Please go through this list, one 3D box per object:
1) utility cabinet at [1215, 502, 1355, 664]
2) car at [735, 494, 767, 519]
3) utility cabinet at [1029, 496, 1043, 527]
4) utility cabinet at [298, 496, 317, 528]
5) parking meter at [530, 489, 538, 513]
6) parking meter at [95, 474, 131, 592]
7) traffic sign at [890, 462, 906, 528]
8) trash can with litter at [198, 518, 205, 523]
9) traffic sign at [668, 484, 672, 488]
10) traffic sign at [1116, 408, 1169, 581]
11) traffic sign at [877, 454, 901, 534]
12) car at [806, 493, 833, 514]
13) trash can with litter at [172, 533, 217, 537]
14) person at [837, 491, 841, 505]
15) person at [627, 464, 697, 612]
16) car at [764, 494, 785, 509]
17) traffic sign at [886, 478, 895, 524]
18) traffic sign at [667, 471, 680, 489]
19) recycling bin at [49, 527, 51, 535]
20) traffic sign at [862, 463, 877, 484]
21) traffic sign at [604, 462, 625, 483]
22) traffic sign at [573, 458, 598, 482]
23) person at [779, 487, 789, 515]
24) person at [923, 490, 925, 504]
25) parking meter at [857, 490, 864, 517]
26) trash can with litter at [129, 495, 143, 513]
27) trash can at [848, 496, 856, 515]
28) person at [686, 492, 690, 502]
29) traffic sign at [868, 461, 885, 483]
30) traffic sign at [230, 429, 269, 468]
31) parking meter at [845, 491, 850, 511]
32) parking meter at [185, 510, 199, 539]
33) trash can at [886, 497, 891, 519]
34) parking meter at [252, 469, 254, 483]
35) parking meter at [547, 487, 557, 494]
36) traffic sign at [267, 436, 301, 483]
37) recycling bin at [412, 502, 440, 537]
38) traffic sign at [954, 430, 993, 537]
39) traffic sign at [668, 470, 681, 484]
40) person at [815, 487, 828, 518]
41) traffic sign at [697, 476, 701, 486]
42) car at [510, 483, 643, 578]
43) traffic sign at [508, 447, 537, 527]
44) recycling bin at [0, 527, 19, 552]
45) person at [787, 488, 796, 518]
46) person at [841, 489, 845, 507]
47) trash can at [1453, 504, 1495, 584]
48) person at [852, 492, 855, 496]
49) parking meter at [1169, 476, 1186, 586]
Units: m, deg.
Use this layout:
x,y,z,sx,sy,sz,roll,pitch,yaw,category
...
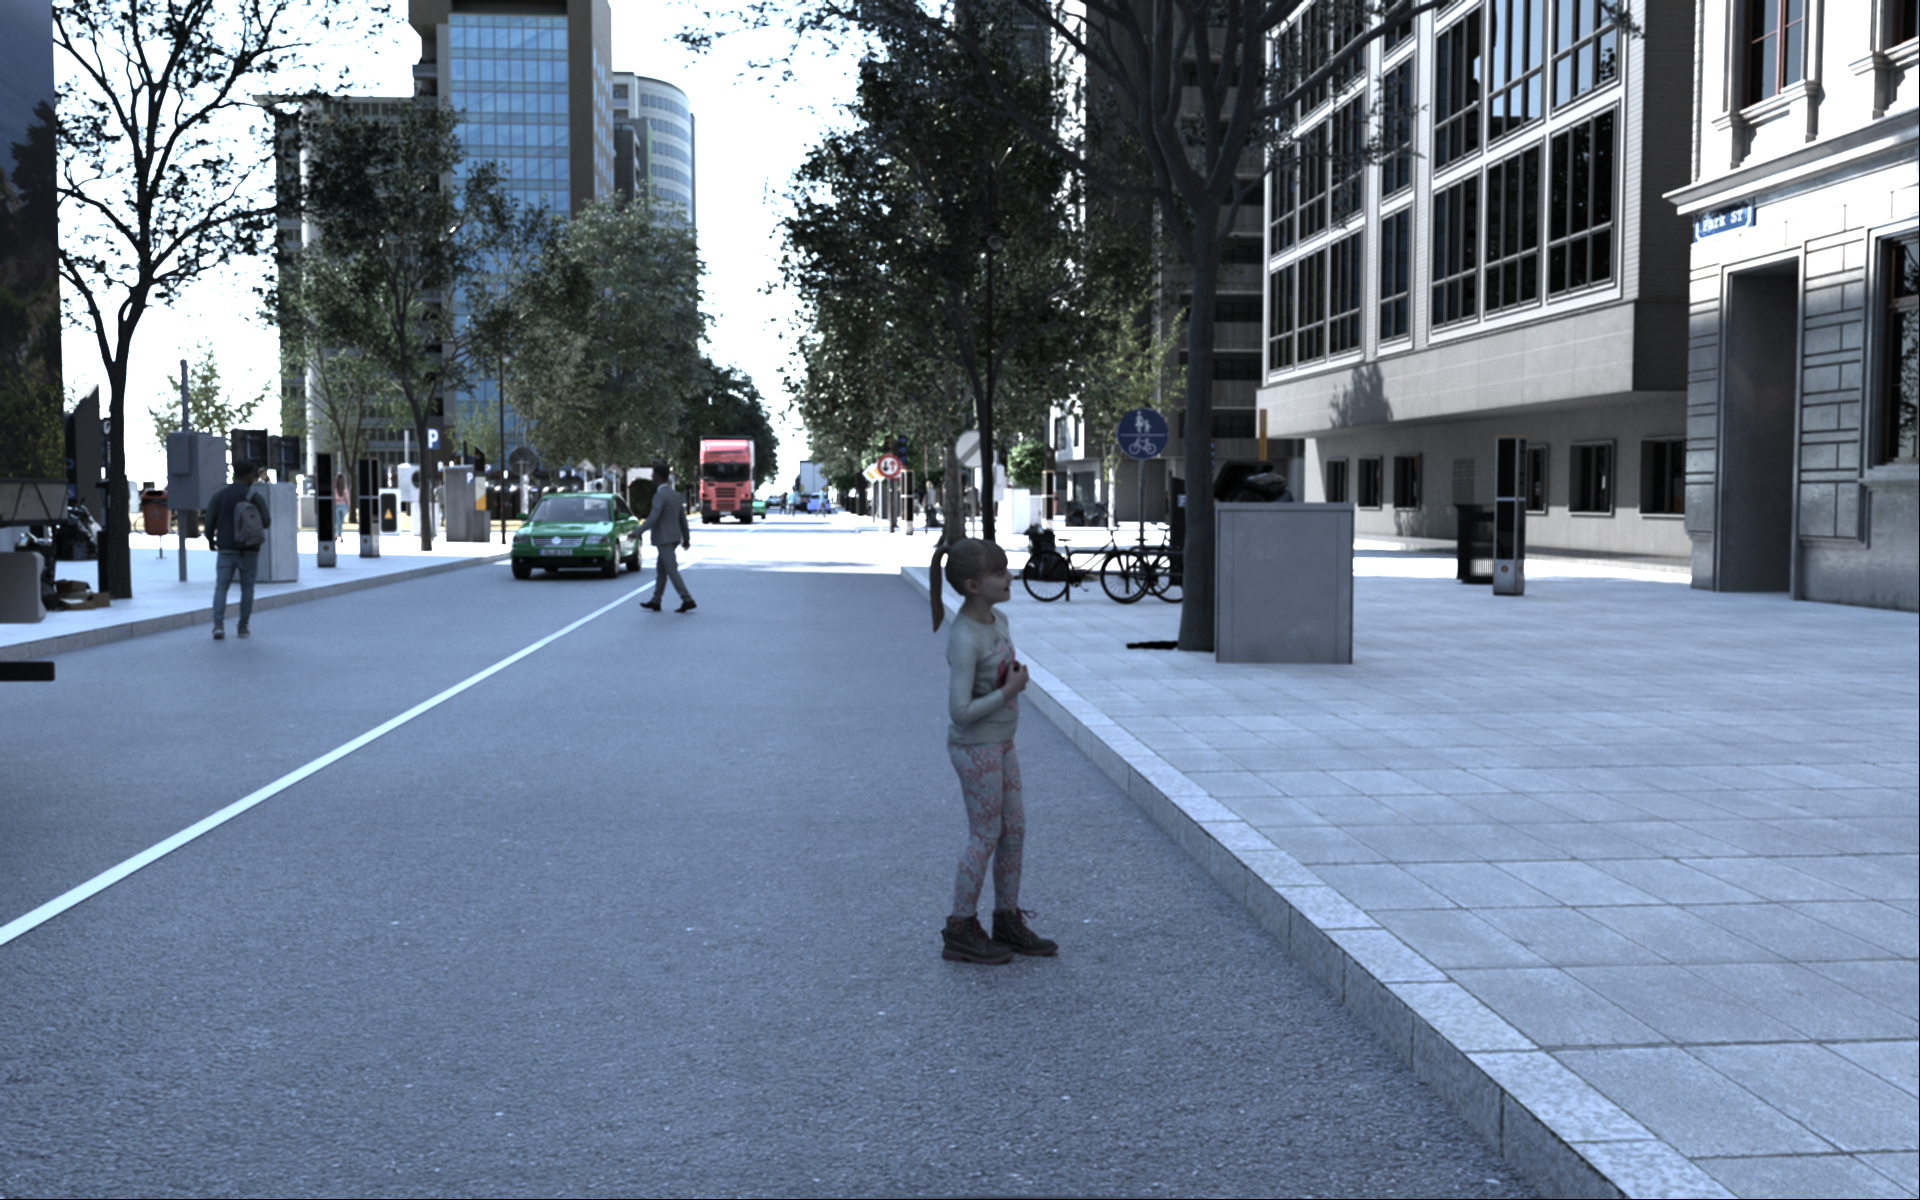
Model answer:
x,y,z,sx,sy,sz,roll,pitch,yaw,category
2.466,-0.125,13.213,1.020,1.237,0.306,0,4,6,utility cabinet
-12.038,-5.542,99.404,1.959,1.807,4.718,0,4,-6,car
2.781,-3.308,65.242,1.020,1.237,0.306,-3,4,-37,utility cabinet
-24.913,-3.390,66.592,0.306,1.237,1.020,3,5,40,utility cabinet
-20.519,-4.594,83.516,0.372,1.533,0.369,0,3,0,parking meter
-10.682,-0.822,21.849,0.372,1.533,0.369,0,3,0,parking meter
-2.421,-4.033,66.044,0.768,2.556,0.104,0,4,3,traffic sign
-32.156,-3.757,72.816,1.055,1.170,0.624,-1,4,-15,trash can with litter
-17.679,-6.463,105.778,0.768,2.556,0.104,0,4,-1,traffic sign
2.695,-1.561,25.636,0.768,2.556,0.104,0,4,3,traffic sign
-2.247,-3.355,54.962,0.768,2.556,0.104,0,4,-4,traffic sign
-10.261,-7.143,126.374,1.945,1.707,3.694,0,4,-4,car
-22.440,-2.502,51.971,2.233,1.210,1.678,-2,4,-25,trash can with litter
-13.811,-11.802,199.555,0.990,1.755,0.434,-2,4,-30,person
-3.578,-0.753,21.083,0.850,1.792,0.678,1,4,19,person
-18.374,-9.811,172.214,2.131,1.459,4.920,0,4,-3,car
-2.821,-4.504,73.753,0.768,2.556,0.104,0,3,0,traffic sign
-15.816,-5.823,95.206,0.884,2.594,0.081,0,4,-4,traffic sign
-26.094,-2.220,48.856,0.722,1.027,0.722,-1,4,-21,recycling bin
-3.224,-3.801,64.332,0.795,2.593,0.064,0,4,-5,traffic sign
-12.688,-3.754,63.576,0.795,2.593,0.064,0,4,-5,traffic sign
-12.033,-3.268,55.618,0.795,2.593,0.064,0,4,-5,traffic sign
-11.895,-6.671,116.940,0.648,1.900,0.474,1,4,10,person
-4.860,-14.039,235.215,0.705,1.869,1.348,-2,4,-26,person
-5.688,-5.525,98.740,0.372,1.533,0.369,0,3,0,parking meter
-56.100,-6.586,118.734,1.678,1.210,2.233,-3,4,-38,trash can with litter
-6.634,-5.944,108.831,0.748,1.137,0.748,0,3,0,trash can
-22.555,-8.360,144.193,0.593,1.643,0.415,-3,5,-44,person
-2.569,-3.314,56.374,0.795,2.593,0.064,0,4,-5,traffic sign
-11.172,-1.537,27.252,0.606,2.300,0.079,0,4,3,traffic sign
-8.309,-7.337,128.370,0.372,1.533,0.369,0,3,0,parking meter
-22.076,-2.527,49.729,0.372,1.533,0.369,0,3,0,parking meter
-3.558,-4.801,90.147,0.748,1.137,0.748,0,3,0,trash can
-11.657,-1.381,28.292,0.255,1.863,0.399,-1,4,-23,parking meter
-15.359,-3.475,65.230,0.372,1.533,0.369,0,3,0,parking meter
-11.918,-1.738,30.538,0.606,2.300,0.079,0,4,2,traffic sign
-15.972,-2.402,51.820,0.722,1.027,0.722,-1,4,-9,recycling bin
0.273,-2.114,34.675,0.768,2.556,0.104,0,4,3,traffic sign
-15.505,-5.751,93.762,0.795,2.593,0.064,0,4,2,traffic sign
-8.288,-5.826,103.609,0.748,1.841,0.638,1,4,13,person
-17.669,-7.253,118.689,0.768,2.556,0.104,0,4,5,traffic sign
-6.774,-1.349,30.845,1.959,1.807,4.718,0,4,-3,car
-11.810,-2.853,46.749,0.768,2.556,0.104,0,4,3,traffic sign
-14.583,-0.828,26.088,0.722,1.027,0.722,1,4,11,recycling bin
-10.052,-5.794,103.252,0.660,1.820,0.620,1,4,21,person
-11.408,-10.024,170.022,0.705,1.814,1.350,2,4,27,person
7.432,-0.804,24.794,0.748,1.137,0.748,0,3,0,trash can
-14.415,-14.244,238.943,1.348,1.823,0.705,0,4,2,person
3.123,-0.972,24.304,0.372,1.533,0.369,0,3,0,parking meter
